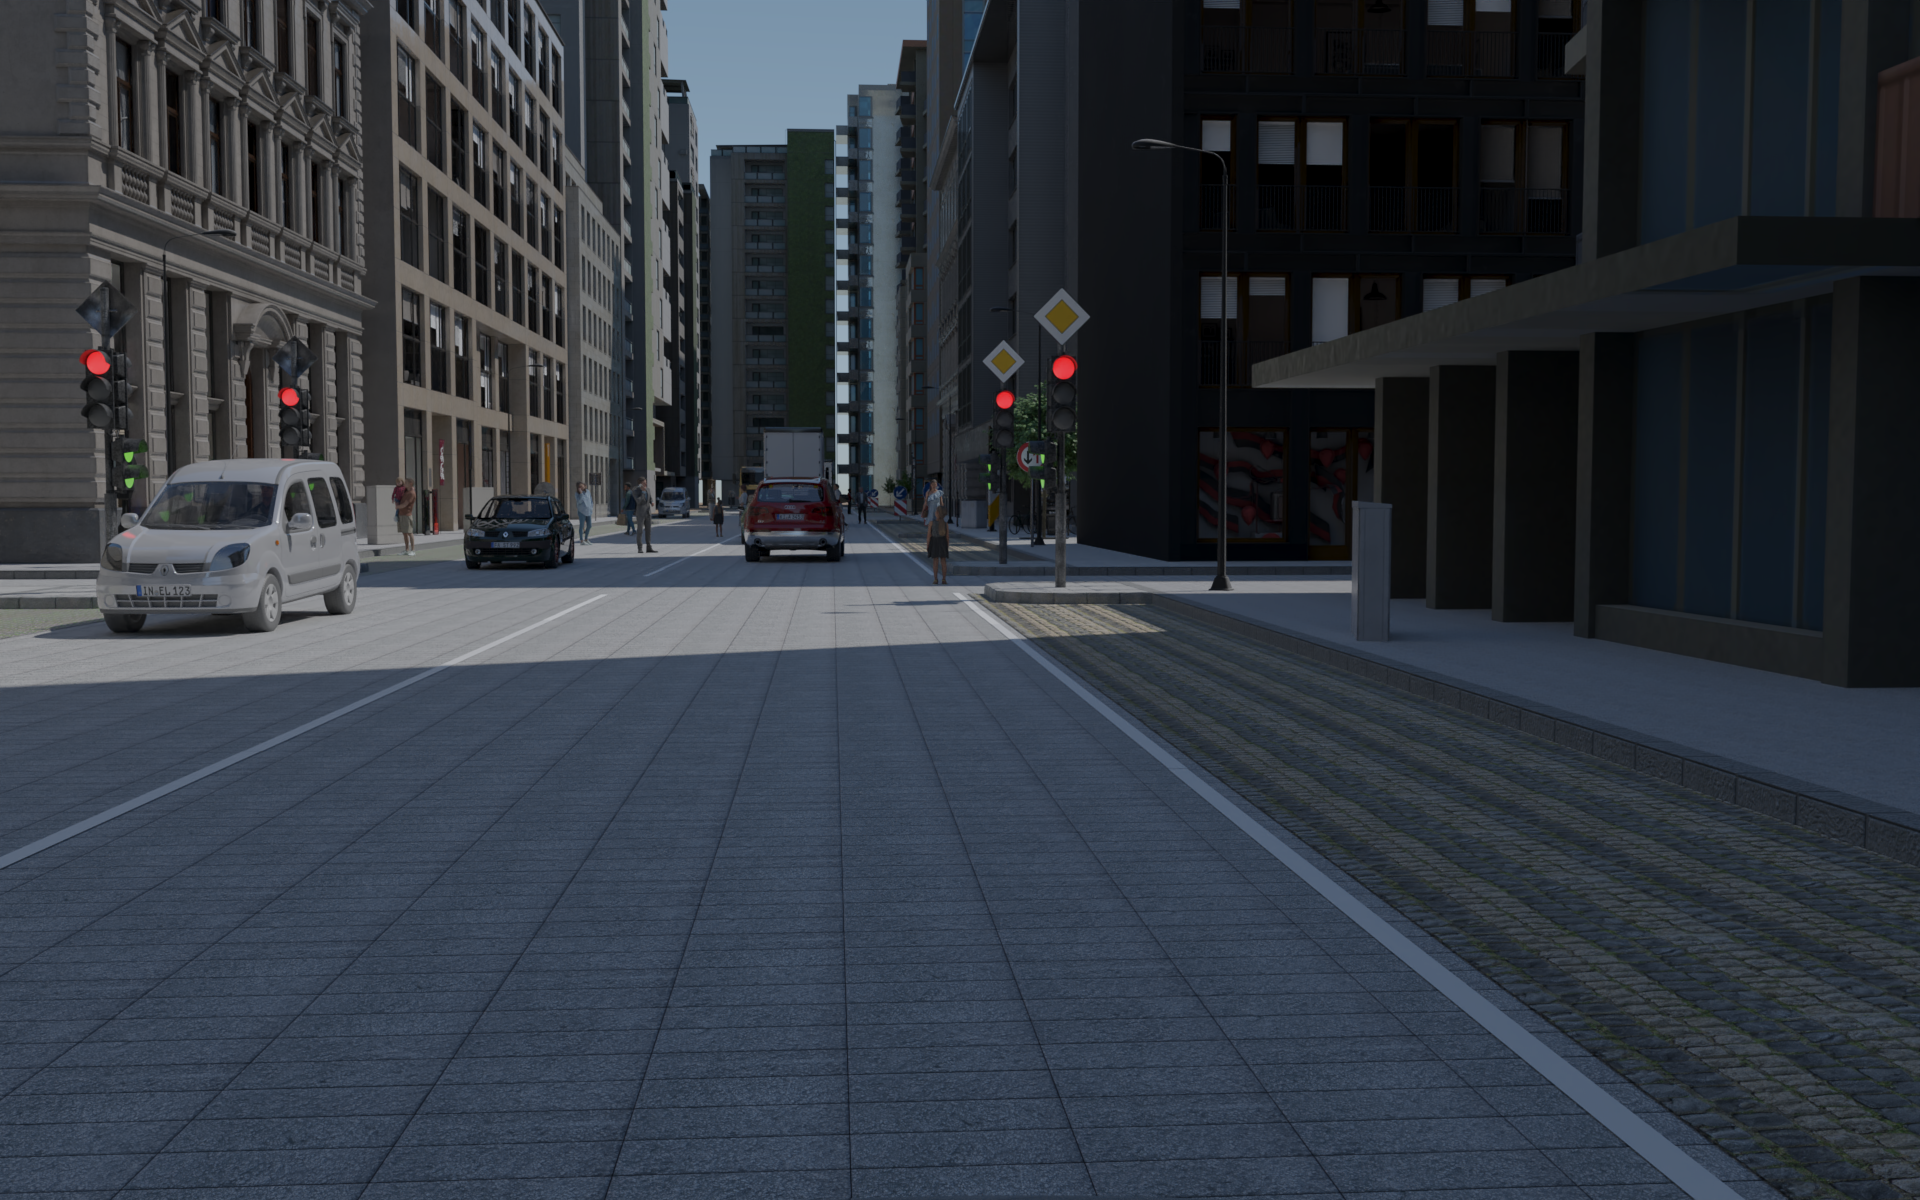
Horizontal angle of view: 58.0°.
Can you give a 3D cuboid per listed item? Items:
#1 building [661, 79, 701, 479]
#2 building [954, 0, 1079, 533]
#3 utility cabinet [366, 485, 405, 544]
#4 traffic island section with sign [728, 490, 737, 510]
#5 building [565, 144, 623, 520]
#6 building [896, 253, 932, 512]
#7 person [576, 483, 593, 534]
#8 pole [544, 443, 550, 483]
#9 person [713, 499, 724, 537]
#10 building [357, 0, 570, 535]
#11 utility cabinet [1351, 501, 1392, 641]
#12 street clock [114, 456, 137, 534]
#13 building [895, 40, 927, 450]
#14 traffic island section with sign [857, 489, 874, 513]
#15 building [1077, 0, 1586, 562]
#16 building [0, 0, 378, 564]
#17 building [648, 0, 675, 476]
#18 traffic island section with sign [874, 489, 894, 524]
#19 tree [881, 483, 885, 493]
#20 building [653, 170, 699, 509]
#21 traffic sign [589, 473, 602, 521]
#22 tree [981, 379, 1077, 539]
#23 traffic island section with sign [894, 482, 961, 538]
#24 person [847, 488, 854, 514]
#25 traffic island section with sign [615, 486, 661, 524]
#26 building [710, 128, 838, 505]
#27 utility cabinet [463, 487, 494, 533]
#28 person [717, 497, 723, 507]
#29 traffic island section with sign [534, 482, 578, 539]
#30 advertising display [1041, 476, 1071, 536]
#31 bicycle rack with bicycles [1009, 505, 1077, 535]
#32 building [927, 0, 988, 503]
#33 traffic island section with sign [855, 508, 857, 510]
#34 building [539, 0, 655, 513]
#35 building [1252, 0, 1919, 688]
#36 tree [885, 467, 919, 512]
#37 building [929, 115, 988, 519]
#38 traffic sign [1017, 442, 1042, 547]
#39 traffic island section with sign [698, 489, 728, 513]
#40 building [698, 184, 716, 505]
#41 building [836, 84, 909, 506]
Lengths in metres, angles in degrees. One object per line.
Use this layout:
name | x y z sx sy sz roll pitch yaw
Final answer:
building | -33.275 -29.935 173.035 14.086 41.232 14.154 0 4 -4
building | 7.882 -15.440 71.516 14.314 24.678 30.058 0 4 -4
utility cabinet | -14.627 -2.168 44.121 0.318 1.500 1.173 1 4 18
traffic island section with sign | -21.092 -9.289 160.497 1.989 1.847 2.006 0 4 -4
building | -24.611 -14.621 93.800 10.420 20.320 16.860 0 4 -4
building | 9.212 -18.022 139.693 27.650 21.520 28.899 0 4 -4
person | -13.493 -3.267 61.940 0.581 1.822 0.654 1 4 21
pole | -16.629 -4.647 69.817 0.158 3.312 0.155 0 3 0
person | -8.063 -2.730 57.813 0.362 1.253 0.373 0 4 -2
building | -27.717 -16.095 67.672 19.350 26.468 34.151 0 4 -4
utility cabinet | 3.696 -0.269 15.556 0.306 1.237 1.020 1 4 10
street clock | -14.886 -1.608 30.853 0.471 2.002 0.358 2 4 29
building | 4.996 -31.381 167.697 22.147 44.769 28.867 0 4 -4
traffic island section with sign | -6.720 -7.624 133.287 1.989 1.847 2.006 0 4 -4
building | 11.369 -12.787 38.742 15.834 23.373 12.332 0 4 -4
building | -21.316 -12.919 40.096 11.050 23.489 19.941 0 4 -4
building | -36.562 -33.155 131.320 28.713 52.752 27.495 0 4 -4
traffic island section with sign | -3.017 -4.583 83.552 1.989 1.847 2.006 0 4 -4
tree | -6.605 -10.185 161.127 1.663 3.219 1.824 0 3 0
building | -30.859 -23.353 153.515 14.160 30.474 14.107 0 4 -4
traffic sign | -17.432 -4.935 82.811 0.606 2.300 0.079 0 4 3
tree | 2.324 -4.027 49.559 4.285 4.588 4.351 0 3 0
traffic island section with sign | -1.029 -2.932 56.564 1.989 1.847 2.006 0 4 -4
person | -7.766 -6.956 122.194 0.705 1.831 1.348 -1 4 -23
traffic island section with sign | -15.290 -4.507 82.315 1.989 1.847 2.006 0 4 -4
building | -21.060 -31.387 196.767 14.086 41.232 14.154 0 4 -4
utility cabinet | -15.820 -2.948 56.884 0.318 1.500 1.173 2 4 24
person | -14.644 -5.655 105.644 0.352 1.250 0.332 -2 4 -27
traffic island section with sign | -13.298 -2.861 55.403 1.989 1.847 2.006 0 4 -4
advertising display | 2.915 -2.945 53.365 0.974 1.923 0.123 1 4 9
bicycle rack with bicycles | 2.815 -2.555 55.157 2.925 0.926 2.852 -2 4 -30
building | 5.053 -28.539 116.719 14.600 45.320 14.200 0 4 -4
traffic island section with sign | -8.715 -9.269 160.169 1.989 1.847 2.006 0 4 -4
building | -27.612 -26.173 111.525 14.154 41.232 14.086 0 4 -4
building | 15.633 -21.634 8.344 22.147 44.769 28.867 0 4 -4
tree | -3.939 -7.884 123.498 1.663 3.219 1.824 0 3 0
building | 4.347 -16.396 96.953 11.050 23.489 19.941 0 4 -4
traffic sign | 1.744 -2.543 41.684 0.768 2.556 0.104 0 4 -1
traffic island section with sign | -19.046 -7.604 132.955 1.989 1.847 2.006 0 4 -4
building | -40.833 -31.346 204.383 23.993 40.220 32.217 0 4 -4
building | 0.801 -35.674 202.881 30.456 49.044 23.786 0 4 -4
